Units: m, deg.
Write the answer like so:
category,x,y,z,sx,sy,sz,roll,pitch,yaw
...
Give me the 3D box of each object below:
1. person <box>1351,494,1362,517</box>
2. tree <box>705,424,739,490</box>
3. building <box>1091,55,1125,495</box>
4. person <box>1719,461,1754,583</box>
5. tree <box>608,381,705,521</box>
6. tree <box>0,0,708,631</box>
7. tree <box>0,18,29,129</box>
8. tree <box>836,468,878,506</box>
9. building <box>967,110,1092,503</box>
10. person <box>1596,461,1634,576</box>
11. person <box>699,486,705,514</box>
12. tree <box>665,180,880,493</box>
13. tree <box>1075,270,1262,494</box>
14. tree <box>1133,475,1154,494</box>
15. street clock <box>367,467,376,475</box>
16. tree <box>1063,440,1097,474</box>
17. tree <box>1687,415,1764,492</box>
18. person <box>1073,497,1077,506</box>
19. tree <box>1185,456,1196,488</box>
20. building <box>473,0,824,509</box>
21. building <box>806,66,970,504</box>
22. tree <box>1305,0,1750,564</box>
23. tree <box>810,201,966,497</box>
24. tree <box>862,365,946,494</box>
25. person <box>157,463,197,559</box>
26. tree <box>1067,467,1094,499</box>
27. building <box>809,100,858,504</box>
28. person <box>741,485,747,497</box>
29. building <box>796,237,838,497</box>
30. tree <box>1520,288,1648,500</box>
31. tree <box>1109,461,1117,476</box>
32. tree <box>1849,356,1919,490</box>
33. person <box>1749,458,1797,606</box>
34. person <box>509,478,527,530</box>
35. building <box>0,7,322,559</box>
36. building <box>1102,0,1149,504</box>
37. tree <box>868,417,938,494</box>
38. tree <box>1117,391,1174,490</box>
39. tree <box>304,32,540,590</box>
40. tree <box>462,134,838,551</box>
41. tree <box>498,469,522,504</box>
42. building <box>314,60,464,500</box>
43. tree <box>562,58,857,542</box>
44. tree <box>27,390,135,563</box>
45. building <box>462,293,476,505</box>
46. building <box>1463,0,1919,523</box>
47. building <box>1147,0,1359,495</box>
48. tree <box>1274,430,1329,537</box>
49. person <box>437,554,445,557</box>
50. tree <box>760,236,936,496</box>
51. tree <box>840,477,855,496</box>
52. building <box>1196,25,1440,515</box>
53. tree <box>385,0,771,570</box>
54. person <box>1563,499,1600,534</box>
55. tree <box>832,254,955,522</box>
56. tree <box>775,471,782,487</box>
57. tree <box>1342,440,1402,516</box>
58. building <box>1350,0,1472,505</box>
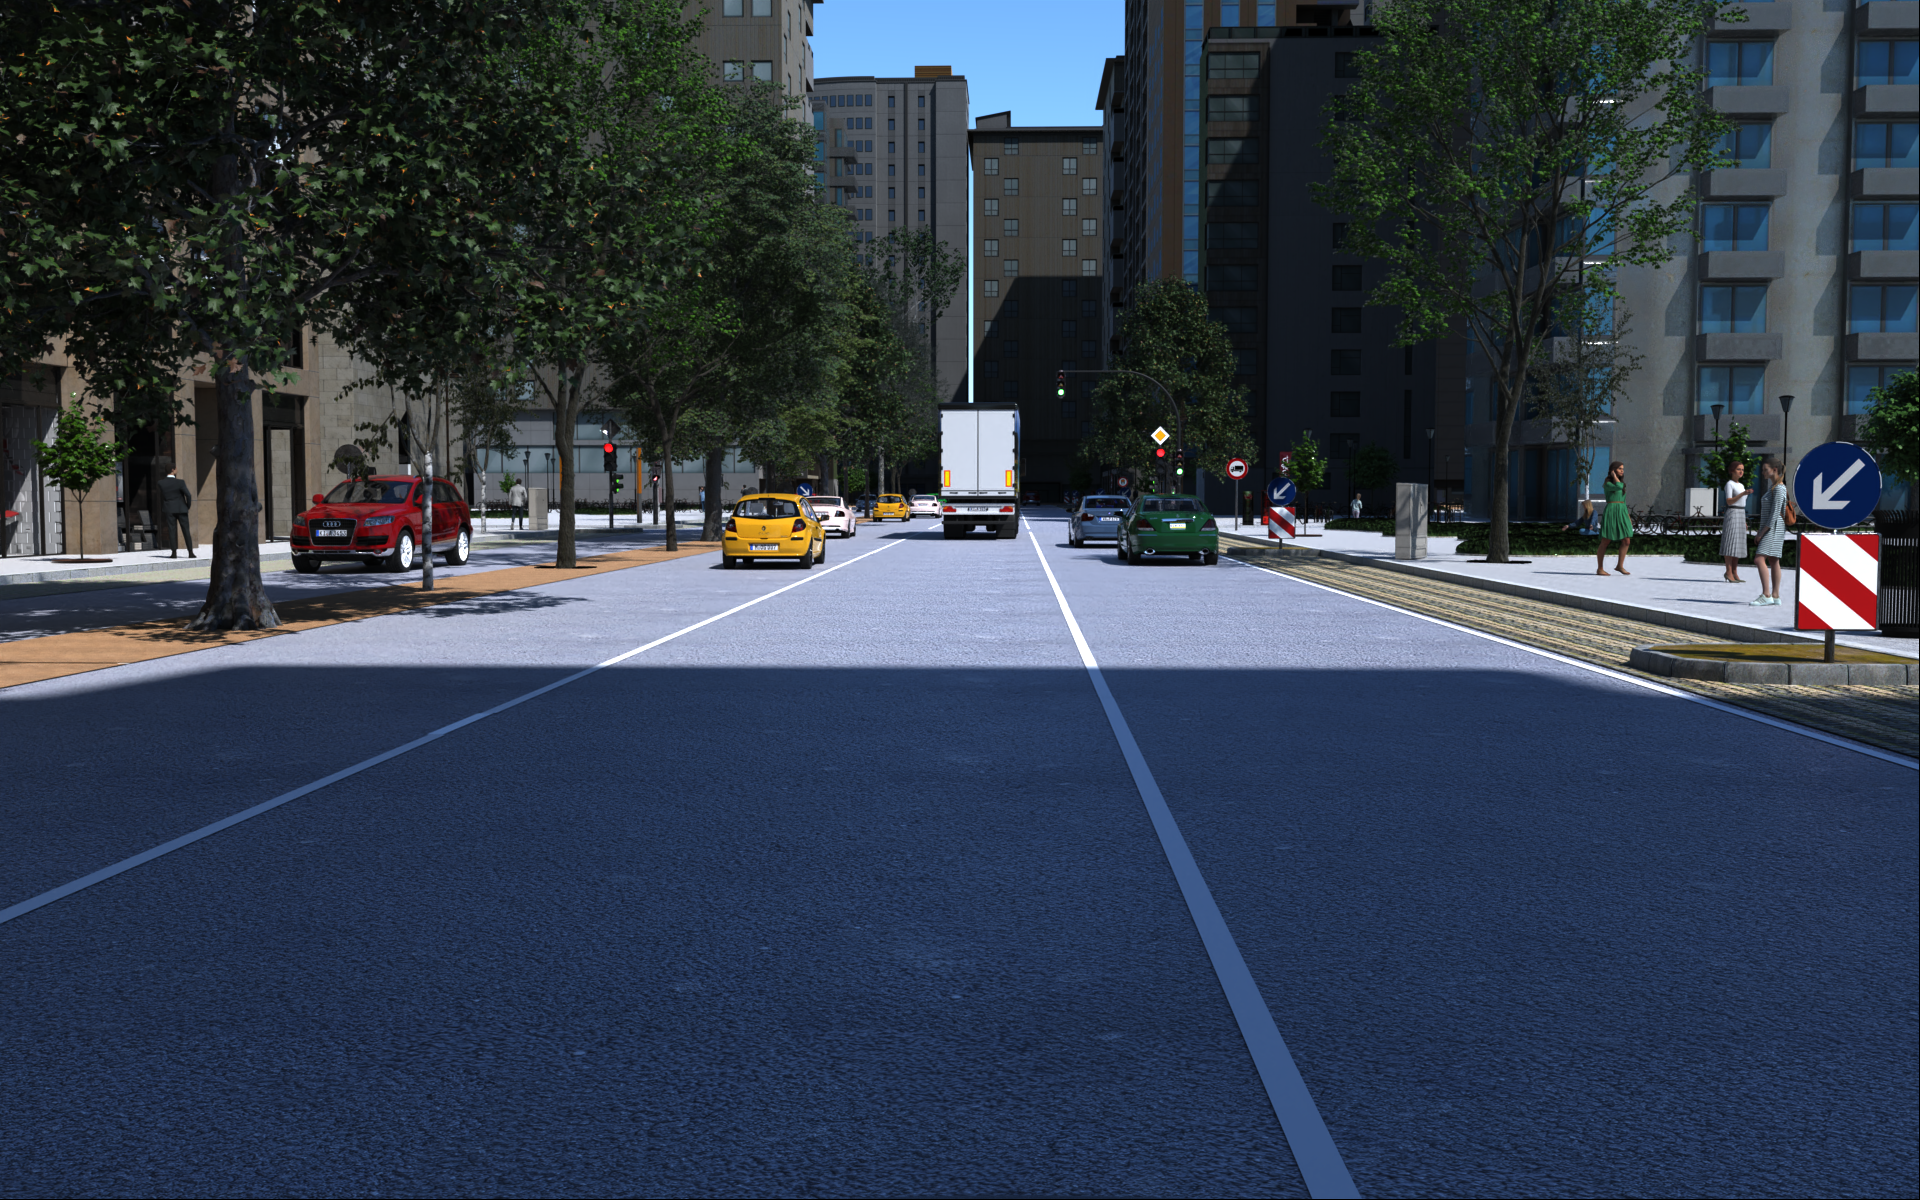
category,x,y,z,sx,sy,sz,roll,pitch,yaw
person,14.612,-3.274,63.851,0.425,1.301,0.394,1,4,19
tree,-14.833,-9.306,102.513,4.360,8.622,3.978,0,3,0
building,31.001,-37.711,205.820,28.713,52.752,27.495,0,4,2
person,11.290,-1.128,25.059,0.480,1.755,0.524,-3,5,-40
tree,-14.777,-8.125,83.198,4.360,8.622,3.978,0,3,0
tree,-7.718,-6.043,18.263,9.611,12.733,9.660,0,3,0
tree,-8.393,-4.419,9.128,8.767,10.594,7.601,0,4,2
tree,-11.577,-12.914,194.849,4.285,4.588,4.351,0,3,0
building,15.124,-40.188,246.307,27.495,52.752,28.713,0,4,2
person,10.287,-1.280,27.223,0.600,1.795,0.529,-3,5,-43
person,-16.437,-6.435,111.520,0.793,1.790,0.793,0,4,-5
tree,-6.710,-8.564,60.600,7.486,12.596,7.792,0,3,0
tree,10.703,-10.521,89.030,9.611,12.733,9.660,0,3,0
tree,11.720,-6.875,107.008,1.663,3.219,1.824,0,3,0
street clock,-15.687,-2.543,46.155,0.358,2.002,0.471,-1,4,-10
tree,15.759,-16.765,224.465,4.737,8.622,4.395,0,3,0
tree,18.917,-2.919,42.325,1.663,3.219,1.824,0,3,0
person,9.565,-7.983,144.036,0.505,1.210,0.382,2,4,32
tree,17.568,-8.455,121.954,4.285,4.588,4.351,0,3,0
building,-28.147,-34.993,161.379,28.713,52.752,27.495,0,4,2
building,-12.868,-42.813,241.999,28.212,58.520,21.231,0,4,2
tree,10.179,-6.487,31.822,9.928,11.665,9.643,0,3,0
tree,-6.286,-15.535,112.340,12.611,20.169,13.585,0,3,0
tree,-4.768,-12.037,125.020,9.928,11.665,9.643,0,3,0
person,-15.651,-1.786,34.601,0.648,1.900,0.474,-1,4,-15
tree,14.563,-13.825,209.752,4.285,4.588,4.351,0,3,0
building,-27.915,-36.116,210.107,30.456,49.044,23.786,0,4,2
person,-14.340,-6.713,115.160,0.474,1.900,0.648,0,4,1
building,-20.628,-25.154,182.965,14.160,30.474,14.107,0,4,2
tree,21.577,-6.712,60.108,4.360,8.622,3.978,0,3,0
tree,13.965,-12.236,150.426,4.360,8.622,3.978,0,3,0
tree,21.597,-3.363,38.702,4.285,4.588,4.351,0,3,0
person,9.390,-0.794,20.027,0.522,1.701,0.512,1,4,14
person,-15.806,-3.426,61.898,0.661,1.843,0.795,0,4,-2
building,-27.937,-13.850,30.963,19.350,26.468,34.151,0,4,2
building,25.845,-45.452,181.395,20.563,71.187,20.611,0,4,2
tree,-4.613,-12.078,134.343,8.767,10.594,7.601,0,4,2
tree,11.516,-9.196,100.713,4.360,8.622,3.978,0,3,0
tree,-7.883,-4.452,25.615,4.360,8.622,3.978,0,3,0
tree,-7.133,-6.497,43.099,8.767,10.594,7.601,0,4,2
tree,-35.143,-8.555,134.472,1.663,3.219,1.824,0,3,0
building,-26.592,-12.398,57.463,16.860,20.320,10.420,0,4,2
tree,-7.470,-8.728,51.822,9.857,13.997,8.962,0,3,0
tree,-16.611,-2.313,32.415,1.663,3.219,1.824,0,3,0
building,-67.603,-47.323,211.989,20.611,71.187,20.563,0,4,2
building,40.301,-28.411,84.127,30.456,49.044,23.786,0,4,2
building,21.823,-29.514,132.658,14.600,45.320,14.200,0,4,2
tree,10.323,-3.536,52.408,1.663,3.219,1.824,0,3,0
person,-11.929,-1.651,39.778,0.425,1.301,0.394,0,4,5
tree,-5.947,-9.549,75.586,9.611,12.733,9.660,0,3,0
tree,-11.927,-11.518,182.916,1.663,3.219,1.824,0,3,0
building,22.072,-20.751,110.981,14.160,30.474,14.107,0,4,2
tree,-7.446,-6.393,32.743,9.928,11.665,9.643,0,3,0
person,15.062,-1.842,41.664,0.738,1.151,1.012,0,4,-7
tree,-5.805,-10.711,87.959,12.009,13.543,11.850,0,3,0
tree,-14.017,-10.885,128.331,4.360,8.622,3.978,0,3,0
tree,24.308,-7.223,101.817,4.285,4.588,4.351,0,3,0
building,57.313,-47.053,207.569,20.611,71.187,20.563,0,4,2
